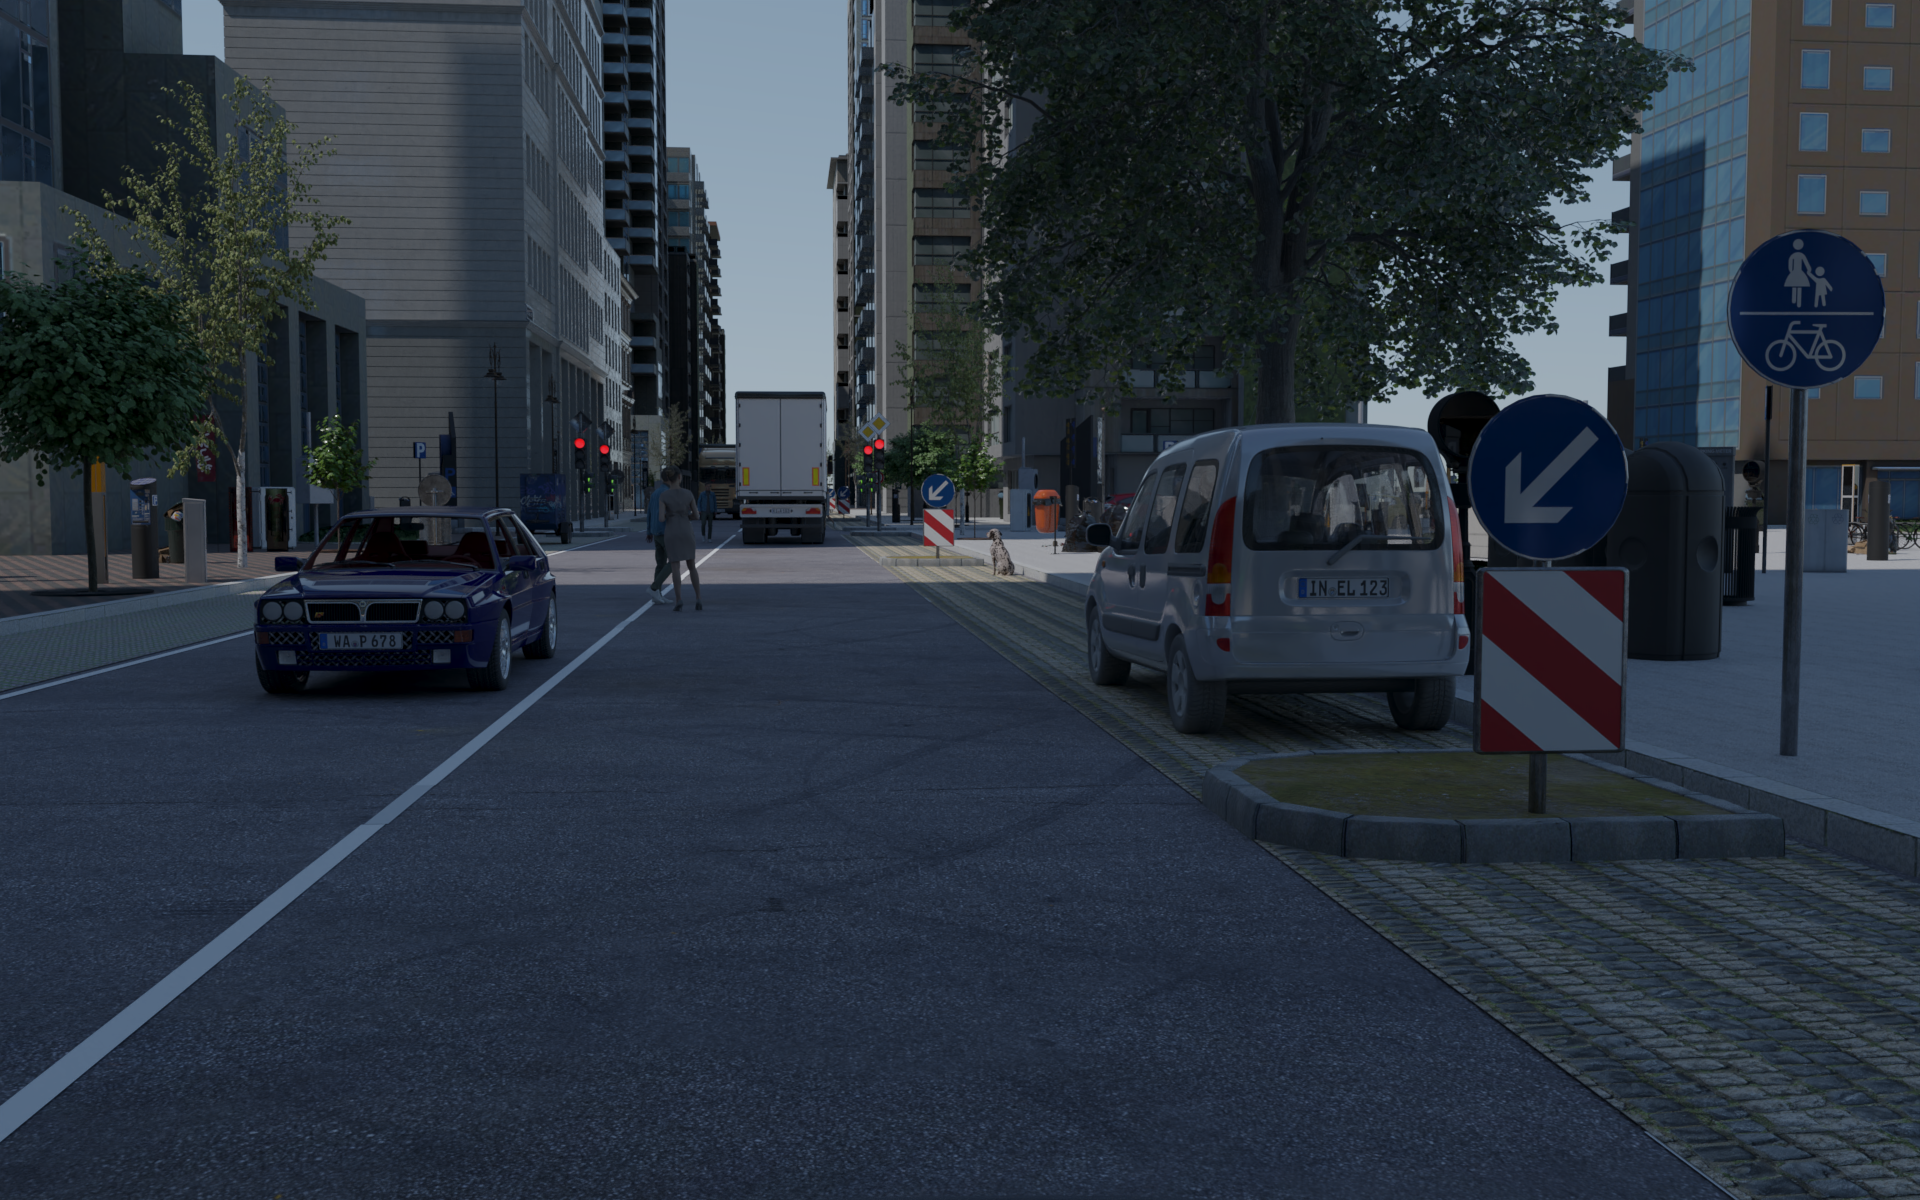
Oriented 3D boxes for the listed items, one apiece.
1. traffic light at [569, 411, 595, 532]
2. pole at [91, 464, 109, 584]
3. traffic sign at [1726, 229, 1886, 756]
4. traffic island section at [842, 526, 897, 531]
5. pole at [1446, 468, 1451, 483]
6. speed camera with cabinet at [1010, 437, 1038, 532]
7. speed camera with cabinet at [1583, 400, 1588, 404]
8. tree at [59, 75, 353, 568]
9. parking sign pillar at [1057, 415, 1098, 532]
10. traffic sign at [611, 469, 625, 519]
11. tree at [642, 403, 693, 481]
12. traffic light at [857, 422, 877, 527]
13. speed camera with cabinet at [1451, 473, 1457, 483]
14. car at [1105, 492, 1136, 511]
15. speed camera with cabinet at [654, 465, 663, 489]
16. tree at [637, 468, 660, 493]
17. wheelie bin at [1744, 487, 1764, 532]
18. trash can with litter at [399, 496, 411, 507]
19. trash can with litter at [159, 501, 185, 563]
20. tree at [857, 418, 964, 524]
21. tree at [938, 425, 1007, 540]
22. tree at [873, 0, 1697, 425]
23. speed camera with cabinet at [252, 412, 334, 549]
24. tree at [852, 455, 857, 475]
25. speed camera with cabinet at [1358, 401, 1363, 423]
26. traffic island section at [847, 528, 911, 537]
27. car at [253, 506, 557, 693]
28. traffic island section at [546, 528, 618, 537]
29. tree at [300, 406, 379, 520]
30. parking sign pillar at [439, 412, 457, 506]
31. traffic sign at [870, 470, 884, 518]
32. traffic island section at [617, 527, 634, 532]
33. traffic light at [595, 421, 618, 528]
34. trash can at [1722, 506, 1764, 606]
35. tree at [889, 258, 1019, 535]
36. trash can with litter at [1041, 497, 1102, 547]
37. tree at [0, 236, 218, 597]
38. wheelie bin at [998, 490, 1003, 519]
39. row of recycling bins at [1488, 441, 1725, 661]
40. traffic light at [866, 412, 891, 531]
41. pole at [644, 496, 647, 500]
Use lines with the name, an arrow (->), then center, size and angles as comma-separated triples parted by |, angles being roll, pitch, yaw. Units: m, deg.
traffic light -> -12.753, -4.249, 58.385 | 0.839, 4.253, 0.868 | 0, 4, -6
pole -> -12.295, -1.887, 24.690 | 0.158, 3.312, 0.155 | 0, 3, 0
traffic sign -> 4.073, -0.509, 8.435 | 0.768, 2.556, 0.104 | 0, 4, -1
traffic island section -> -3.553, -2.764, 67.464 | 2.009, 0.180, 2.903 | 0, 4, -6
pole -> 21.775, -5.099, 77.208 | 0.158, 3.312, 0.155 | 0, 3, 0
speed camera with cabinet -> 2.225, -4.009, 59.881 | 0.660, 3.252, 2.038 | 1, 4, 14
speed camera with cabinet -> 12.473, -2.581, 36.535 | 2.038, 3.252, 0.660 | 1, 4, 11
tree -> -12.744, -4.866, 29.925 | 4.737, 8.622, 4.395 | 0, 3, 0
parking sign pillar -> 4.076, -4.341, 59.450 | 1.447, 3.967, 1.447 | 3, 5, 40
traffic sign -> -17.542, -5.417, 88.667 | 0.768, 2.556, 0.104 | 0, 4, 3
tree -> -23.355, -11.527, 138.824 | 4.360, 8.622, 3.978 | 0, 3, 0
traffic light -> -3.594, -4.797, 67.346 | 0.839, 4.253, 0.868 | 0, 4, -6
speed camera with cabinet -> 24.640, -5.667, 86.984 | 0.660, 3.252, 2.038 | 1, 4, 19
car -> 7.278, -3.437, 65.232 | 4.494, 1.783, 2.155 | 0, 4, -6
speed camera with cabinet -> -20.837, -7.660, 119.581 | 0.660, 3.252, 2.038 | -1, 4, -10
tree -> -22.530, -8.004, 125.475 | 1.663, 3.219, 1.824 | 0, 3, 0
wheelie bin -> 27.321, -3.156, 59.516 | 0.693, 1.594, 0.980 | 1, 4, 16
trash can with litter -> -17.333, -2.573, 53.123 | 1.678, 1.210, 2.233 | 1, 4, 15
trash can with litter -> -14.642, -1.269, 32.136 | 1.055, 1.170, 0.624 | 2, 4, 26
tree -> -1.461, -5.604, 75.331 | 4.285, 4.588, 4.351 | 0, 3, 0
tree -> 0.384, -3.306, 48.654 | 1.663, 3.219, 1.824 | 0, 3, 0
tree -> 3.881, -6.968, 20.577 | 9.857, 13.997, 8.962 | 0, 3, 0
speed camera with cabinet -> -15.953, -2.868, 41.231 | 0.660, 3.252, 2.038 | 2, 4, 33
tree -> -5.293, -7.742, 110.299 | 4.285, 4.588, 4.351 | 0, 3, 0
speed camera with cabinet -> 8.421, -2.658, 37.793 | 0.660, 3.252, 2.038 | 0, 4, 4
traffic island section -> -2.752, -2.278, 59.519 | 2.009, 0.180, 2.903 | 0, 4, -6
car -> -4.281, -0.072, 13.761 | 1.945, 1.354, 3.894 | 0, 4, -5
traffic island section -> -12.794, -2.216, 58.516 | 2.009, 0.180, 2.903 | 0, 4, -6
tree -> -13.577, -2.663, 38.144 | 1.663, 3.219, 1.824 | 0, 3, 0
parking sign pillar -> -16.570, -4.138, 56.133 | 1.447, 3.967, 1.447 | -1, 4, -20
traffic sign -> -4.443, -5.671, 92.823 | 0.768, 2.556, 0.104 | 0, 4, 2
traffic island section -> -13.595, -2.702, 66.461 | 2.009, 0.180, 2.903 | 0, 4, -6
traffic light -> -13.554, -4.735, 66.330 | 0.839, 4.253, 0.868 | 0, 4, -6
trash can -> 8.866, -0.512, 20.025 | 0.748, 1.137, 0.748 | 0, 3, 0
tree -> -0.013, -6.313, 53.578 | 4.737, 8.622, 4.395 | 0, 3, 0
trash can with litter -> 2.877, -1.934, 42.682 | 2.233, 1.210, 1.678 | -2, 4, -27
tree -> -11.228, -2.360, 22.295 | 4.285, 4.588, 4.351 | 0, 3, 0
wheelie bin -> 2.302, -4.891, 87.871 | 0.693, 1.594, 0.980 | 1, 4, 16
row of recycling bins -> 5.460, -0.481, 14.980 | 1.069, 1.692, 3.534 | 0, 4, -2
traffic light -> -2.793, -4.311, 59.401 | 0.839, 4.253, 0.868 | 0, 4, -6
pole -> -23.220, -8.207, 128.024 | 0.158, 3.312, 0.155 | 0, 3, 0
